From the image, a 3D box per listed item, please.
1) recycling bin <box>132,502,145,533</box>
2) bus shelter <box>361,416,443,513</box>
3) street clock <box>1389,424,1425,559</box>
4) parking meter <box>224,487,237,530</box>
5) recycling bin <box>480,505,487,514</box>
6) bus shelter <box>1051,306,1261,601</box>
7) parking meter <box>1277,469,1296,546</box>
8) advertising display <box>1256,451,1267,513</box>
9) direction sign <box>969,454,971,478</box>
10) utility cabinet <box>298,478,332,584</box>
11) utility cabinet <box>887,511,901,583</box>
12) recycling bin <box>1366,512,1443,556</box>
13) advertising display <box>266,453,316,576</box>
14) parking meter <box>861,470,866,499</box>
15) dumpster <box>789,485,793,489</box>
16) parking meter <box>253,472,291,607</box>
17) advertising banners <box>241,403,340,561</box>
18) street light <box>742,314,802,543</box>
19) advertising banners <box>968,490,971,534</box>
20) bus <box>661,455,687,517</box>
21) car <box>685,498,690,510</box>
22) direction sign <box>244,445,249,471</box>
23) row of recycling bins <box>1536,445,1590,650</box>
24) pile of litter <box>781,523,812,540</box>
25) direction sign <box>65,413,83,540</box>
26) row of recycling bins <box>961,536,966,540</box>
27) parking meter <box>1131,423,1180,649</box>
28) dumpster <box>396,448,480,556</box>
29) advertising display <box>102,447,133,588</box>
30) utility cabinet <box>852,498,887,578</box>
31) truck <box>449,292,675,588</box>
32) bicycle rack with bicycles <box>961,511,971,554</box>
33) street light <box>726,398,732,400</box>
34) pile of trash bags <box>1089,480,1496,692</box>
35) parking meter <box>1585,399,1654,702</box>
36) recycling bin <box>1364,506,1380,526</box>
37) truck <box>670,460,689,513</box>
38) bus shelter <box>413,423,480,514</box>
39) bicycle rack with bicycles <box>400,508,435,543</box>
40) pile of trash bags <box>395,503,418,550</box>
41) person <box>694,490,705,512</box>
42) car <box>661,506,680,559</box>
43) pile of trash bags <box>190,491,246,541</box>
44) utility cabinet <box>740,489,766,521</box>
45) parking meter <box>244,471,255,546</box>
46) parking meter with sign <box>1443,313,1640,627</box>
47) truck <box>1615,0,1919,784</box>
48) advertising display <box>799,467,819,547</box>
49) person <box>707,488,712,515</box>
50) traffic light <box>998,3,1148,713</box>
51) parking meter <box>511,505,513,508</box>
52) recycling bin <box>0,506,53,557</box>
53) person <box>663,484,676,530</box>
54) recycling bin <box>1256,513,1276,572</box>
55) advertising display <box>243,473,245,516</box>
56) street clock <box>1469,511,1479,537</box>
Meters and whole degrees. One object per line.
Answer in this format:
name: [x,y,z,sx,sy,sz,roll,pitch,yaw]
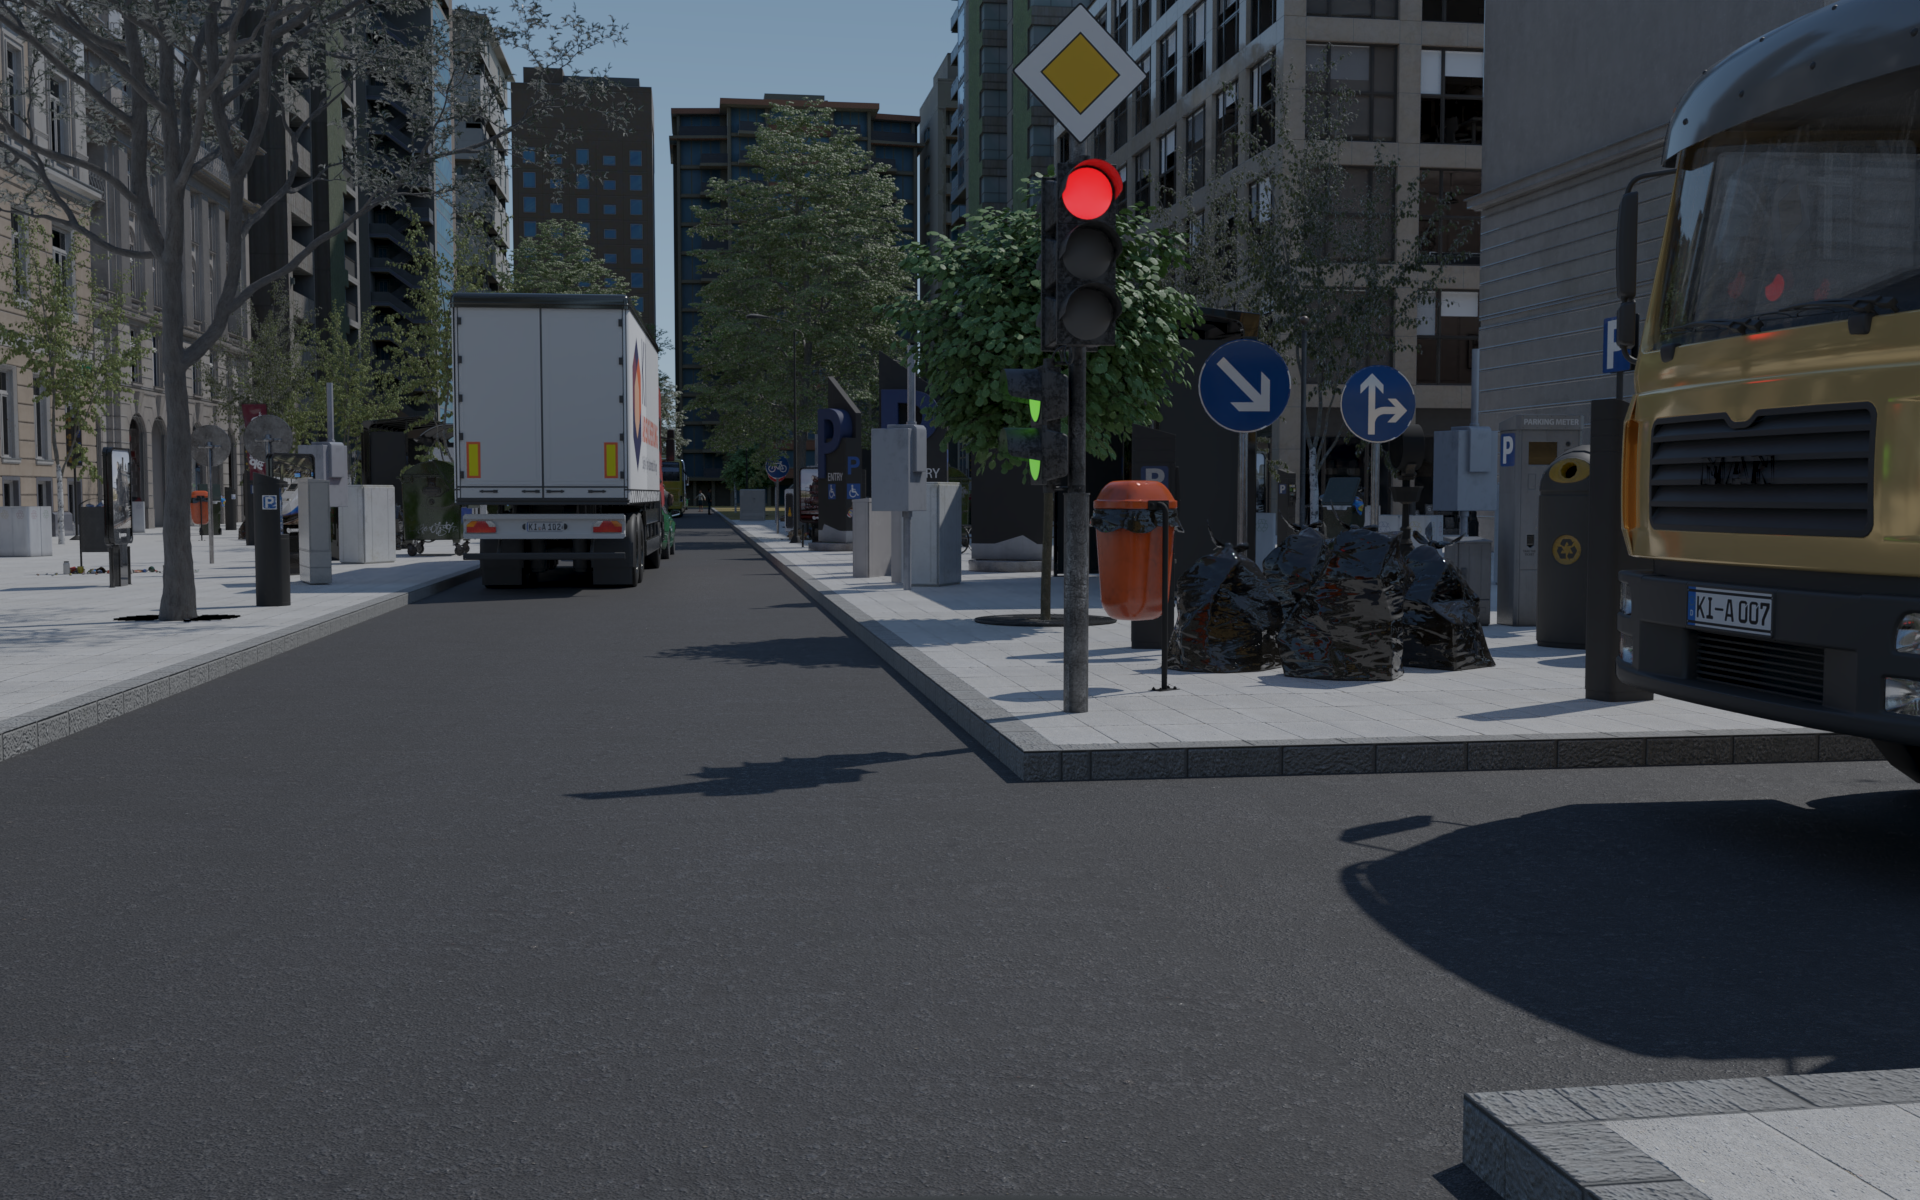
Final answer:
recycling bin: [-27.487,-2.749,57.506,0.722,1.027,0.722,-2,4,-29]
bus shelter: [-17.477,-3.883,54.763,1.731,3.624,6.357,-1,4,-9]
street clock: [4.639,-0.823,18.030,0.358,2.002,0.471,0,4,-4]
parking meter: [-25.863,-3.241,61.403,0.372,1.533,0.369,0,3,0]
recycling bin: [-17.828,-3.166,64.312,0.722,1.027,0.722,0,4,3]
bus shelter: [2.393,-1.995,23.903,1.731,3.624,6.357,-1,4,-9]
parking meter: [7.560,-2.102,40.078,0.255,1.863,0.399,-2,4,-35]
advertising display: [4.147,-1.256,25.745,0.974,1.923,0.123,-2,4,-32]
direction sign: [0.781,-5.512,82.114,0.876,3.537,0.379,-3,4,-37]
utility cabinet: [-9.276,-0.993,24.922,0.318,1.500,1.173,-2,4,-27]
utility cabinet: [-0.524,-0.870,25.380,1.020,1.237,0.306,-3,4,-37]
recycling bin: [5.342,-0.501,20.745,0.722,1.027,0.722,2,4,28]
advertising display: [-10.534,-1.352,27.318,0.123,1.923,0.974,1,4,20]
parking meter: [-2.413,-2.201,41.702,0.255,1.863,0.399,-1,4,-12]
dumpster: [-7.541,-4.692,82.474,1.264,1.857,1.865,-1,4,-9]
parking meter: [-7.889,-0.700,19.858,0.372,1.533,0.369,0,3,0]
advertising banners: [-12.801,-2.270,33.302,2.074,3.025,0.090,0,4,7]
street light: [-4.822,-4.426,44.913,1.470,5.913,1.316,-1,4,-9]
advertising banners: [0.883,-3.653,55.915,2.074,3.025,0.090,-2,4,-34]
bus: [-18.681,-7.187,109.046,2.896,3.916,12.252,-1,4,-8]
car: [-25.565,-8.873,156.865,2.131,1.459,4.920,-1,4,-9]
direction sign: [-26.544,-4.479,65.228,0.379,3.537,0.876,2,4,32]
row of recycling bins: [5.654,-0.379,13.312,1.069,1.692,3.534,-1,4,-13]
pile of litter: [-4.331,-2.122,48.654,1.719,0.858,1.176,-3,4,-36]
direction sign: [-24.592,-3.433,48.126,0.876,3.537,0.379,3,4,38]
row of recycling bins: [-1.141,-2.591,49.468,1.069,1.692,3.534,-3,5,-41]
parking meter: [1.625,-0.530,14.382,0.399,1.863,0.255,0,4,6]
dumpster: [-10.959,-2.075,36.426,1.502,2.255,1.985,-1,4,-9]
advertising display: [-11.693,-1.153,24.068,0.123,1.923,0.974,-1,4,-11]
utility cabinet: [-1.342,-0.969,27.002,0.306,1.237,1.020,1,4,22]
truck: [-6.528,-2.501,29.805,2.839,4.237,11.283,0,4,-7]
bicycle rack with bicycles: [0.910,-1.477,37.531,2.852,0.926,2.925,-2,4,-31]
street light: [-10.870,-6.804,83.789,1.470,5.913,1.316,-1,4,-9]
pile of trash bags: [2.231,-0.162,12.402,3.447,1.369,1.912,-3,5,-42]
parking meter: [4.137,-0.310,10.783,0.399,1.863,0.255,-1,4,-21]
recycling bin: [8.735,-1.551,37.920,0.722,1.027,0.722,0,4,-6]
truck: [-21.819,-8.526,129.163,2.967,4.110,18.799,-1,4,-8]
bus shelter: [-15.018,-3.571,52.304,2.014,3.302,5.546,-1,4,-9]
bicycle rack with bicycles: [-15.125,-1.987,45.869,2.925,0.926,2.852,1,4,9]
pile of trash bags: [-13.687,-1.813,39.392,1.912,1.369,3.447,0,4,3]
person: [-21.104,-8.030,140.572,1.217,1.735,0.721,2,4,34]
car: [-7.473,-1.692,39.462,2.131,1.459,4.920,0,4,-7]
pile of trash bags: [-19.719,-2.367,48.456,3.447,1.369,1.912,-2,4,-28]
utility cabinet: [-9.853,-4.502,82.281,1.173,1.500,0.318,0,4,3]
parking meter: [-17.602,-2.293,43.203,0.399,1.863,0.255,-3,5,-41]
parking meter with sign: [5.639,-1.262,16.902,1.738,3.016,0.543,0,4,-7]
truck: [7.115,-0.704,7.435,9.791,3.379,3.469,0,4,-7]
advertising display: [-3.379,-2.229,41.663,0.974,1.923,0.123,1,4,10]
person: [-17.326,-6.818,120.002,0.705,1.821,1.348,-1,4,-10]
traffic light: [0.663,-1.295,10.094,0.839,4.253,0.868,-1,4,-9]
parking meter: [-17.810,-3.674,68.485,0.372,1.533,0.369,0,3,0]
recycling bin: [-19.172,-1.405,35.525,0.722,1.027,0.722,1,4,10]
person: [-11.558,-3.627,67.762,0.822,1.834,0.622,1,4,9]
recycling bin: [3.803,-0.659,23.322,0.722,1.027,0.722,0,4,-6]
advertising display: [-20.714,-2.818,51.287,0.974,1.923,0.123,0,4,2]
street clock: [10.229,-1.828,34.460,0.471,2.002,0.358,2,4,26]
